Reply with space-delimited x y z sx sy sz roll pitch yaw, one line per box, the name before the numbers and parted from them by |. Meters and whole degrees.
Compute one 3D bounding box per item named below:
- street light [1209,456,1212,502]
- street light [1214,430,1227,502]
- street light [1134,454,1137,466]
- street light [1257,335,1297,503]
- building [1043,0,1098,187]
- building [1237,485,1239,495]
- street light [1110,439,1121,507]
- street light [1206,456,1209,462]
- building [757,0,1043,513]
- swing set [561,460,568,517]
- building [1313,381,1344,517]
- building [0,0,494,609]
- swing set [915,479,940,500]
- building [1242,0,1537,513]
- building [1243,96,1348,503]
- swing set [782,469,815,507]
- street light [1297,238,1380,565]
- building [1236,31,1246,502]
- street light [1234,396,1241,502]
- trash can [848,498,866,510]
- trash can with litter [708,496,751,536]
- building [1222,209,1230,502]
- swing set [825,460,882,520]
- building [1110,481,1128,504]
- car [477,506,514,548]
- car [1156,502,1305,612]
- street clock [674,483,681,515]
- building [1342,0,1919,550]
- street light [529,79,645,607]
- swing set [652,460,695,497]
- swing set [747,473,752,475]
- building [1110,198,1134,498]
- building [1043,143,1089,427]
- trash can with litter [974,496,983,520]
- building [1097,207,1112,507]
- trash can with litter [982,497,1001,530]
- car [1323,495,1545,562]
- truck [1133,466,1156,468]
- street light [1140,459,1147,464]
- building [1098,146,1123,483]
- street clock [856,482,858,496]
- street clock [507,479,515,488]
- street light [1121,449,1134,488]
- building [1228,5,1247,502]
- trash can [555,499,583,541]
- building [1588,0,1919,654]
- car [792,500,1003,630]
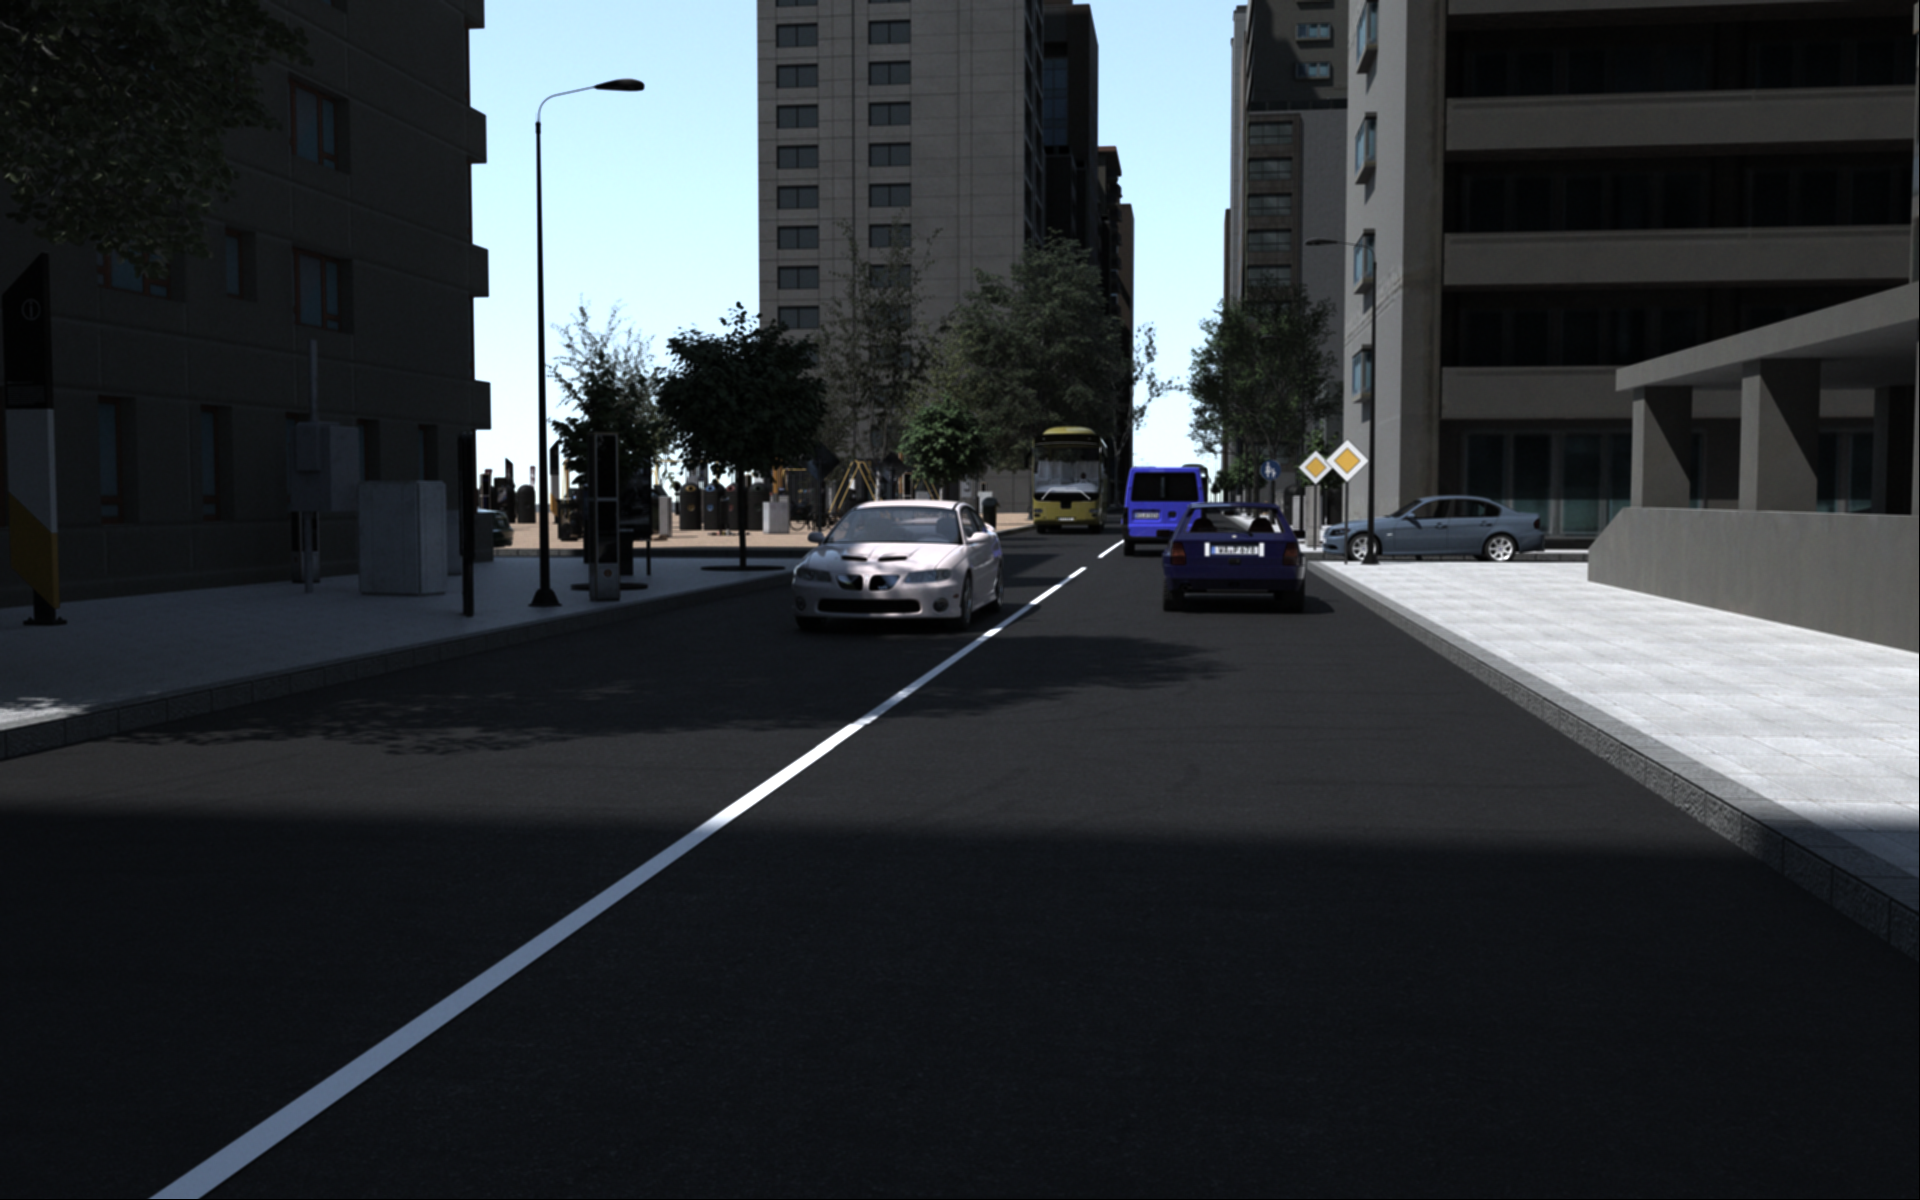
street light | 23.581 -11.283 157.017 1.470 5.913 1.316 0 4 8
street light | 19.478 -9.394 126.129 1.470 5.913 1.316 0 4 8
street light | 19.641 -13.845 198.903 1.470 5.913 1.316 0 4 8
street light | 9.481 -4.783 50.737 1.470 5.913 1.316 0 4 8
building | 5.231 -31.056 157.874 14.600 45.320 14.200 0 4 8
building | 35.808 -30.287 178.780 14.154 41.232 14.086 0 4 8
street light | 12.708 -10.683 147.202 1.470 5.913 1.316 0 4 8
street light | 30.621 -14.540 210.275 1.470 5.913 1.316 0 4 8
building | -2.305 -42.065 126.013 20.563 71.187 20.611 0 4 8
swing set | -16.692 -5.041 80.042 3.119 2.851 2.862 0 4 -6
building | 31.262 -47.537 89.900 22.319 86.520 31.000 0 4 8
building | -25.064 -10.742 20.678 28.899 21.520 27.650 0 4 8
swing set | -2.477 -7.036 112.663 2.862 2.851 3.119 -1 4 -9
building | 35.140 -31.968 146.381 21.300 48.544 21.600 0 4 8
building | 28.384 -21.905 129.852 14.160 30.474 14.107 0 4 8
swing set | -9.576 -6.793 108.681 3.119 2.851 2.862 1 4 12
street light | 6.961 -3.608 31.536 1.470 5.913 1.316 0 4 8
building | 33.627 -31.474 164.704 14.600 45.320 14.200 0 4 8
street light | 13.610 -6.701 82.104 1.470 5.913 1.316 0 4 8
trash can | -4.004 -3.416 67.497 0.748 1.137 0.748 0 3 0
trash can with litter | -7.102 -2.641 54.237 1.678 1.210 2.233 1 4 20
building | 46.952 -37.477 262.858 14.600 45.320 14.200 0 4 8
swing set | -4.777 -5.151 81.846 2.862 2.851 3.119 0 4 4
building | 7.680 -33.639 241.885 32.217 40.220 23.993 0 4 8
car | -12.514 -1.650 38.778 4.920 1.459 2.131 0 4 6
car | 3.508 -0.601 22.414 1.945 1.354 3.894 0 4 8
street clock | -17.374 -6.227 106.381 0.471 2.002 0.358 -3 5 -42
building | 21.836 -25.906 47.267 21.600 48.544 21.300 0 4 8
street light | -4.219 -2.878 19.597 1.470 5.913 1.316 0 4 8
swing set | -12.611 -5.091 80.863 3.119 2.851 2.862 -1 4 -12
swing set | -12.344 -6.364 101.677 2.862 2.851 3.119 0 4 -2
building | 18.890 -37.308 260.088 14.600 45.320 14.200 0 4 8
building | 3.264 -22.770 143.996 14.160 30.474 14.107 0 4 8
trash can with litter | 0.861 -4.590 86.105 1.678 1.210 2.233 -1 4 -21
building | 7.671 -24.499 172.255 14.160 30.474 14.107 0 4 8
trash can with litter | 1.049 -3.043 61.138 0.624 1.170 1.055 1 4 11
car | 9.918 -1.494 36.437 4.499 1.417 2.014 0 4 6
truck | 18.502 -11.229 173.357 2.967 4.110 18.799 0 4 6
street light | 23.698 -15.750 230.057 1.470 5.913 1.316 0 4 8
building | 8.636 -34.242 214.472 22.147 44.769 28.867 0 4 8
street clock | -6.270 -6.087 104.095 0.358 2.002 0.471 -1 4 -9
street clock | -21.401 -4.766 82.498 0.358 2.002 0.471 0 4 -2
street light | 16.920 -12.586 178.320 1.470 5.913 1.316 0 4 8
building | 43.422 -40.903 210.769 21.231 58.520 28.212 0 4 8
trash can | -10.679 -2.181 47.309 0.748 1.137 0.748 0 3 0
building | 24.317 -19.784 15.347 32.217 40.220 23.993 0 4 8
car | -0.603 -0.460 19.886 2.083 1.381 4.827 1 4 8
